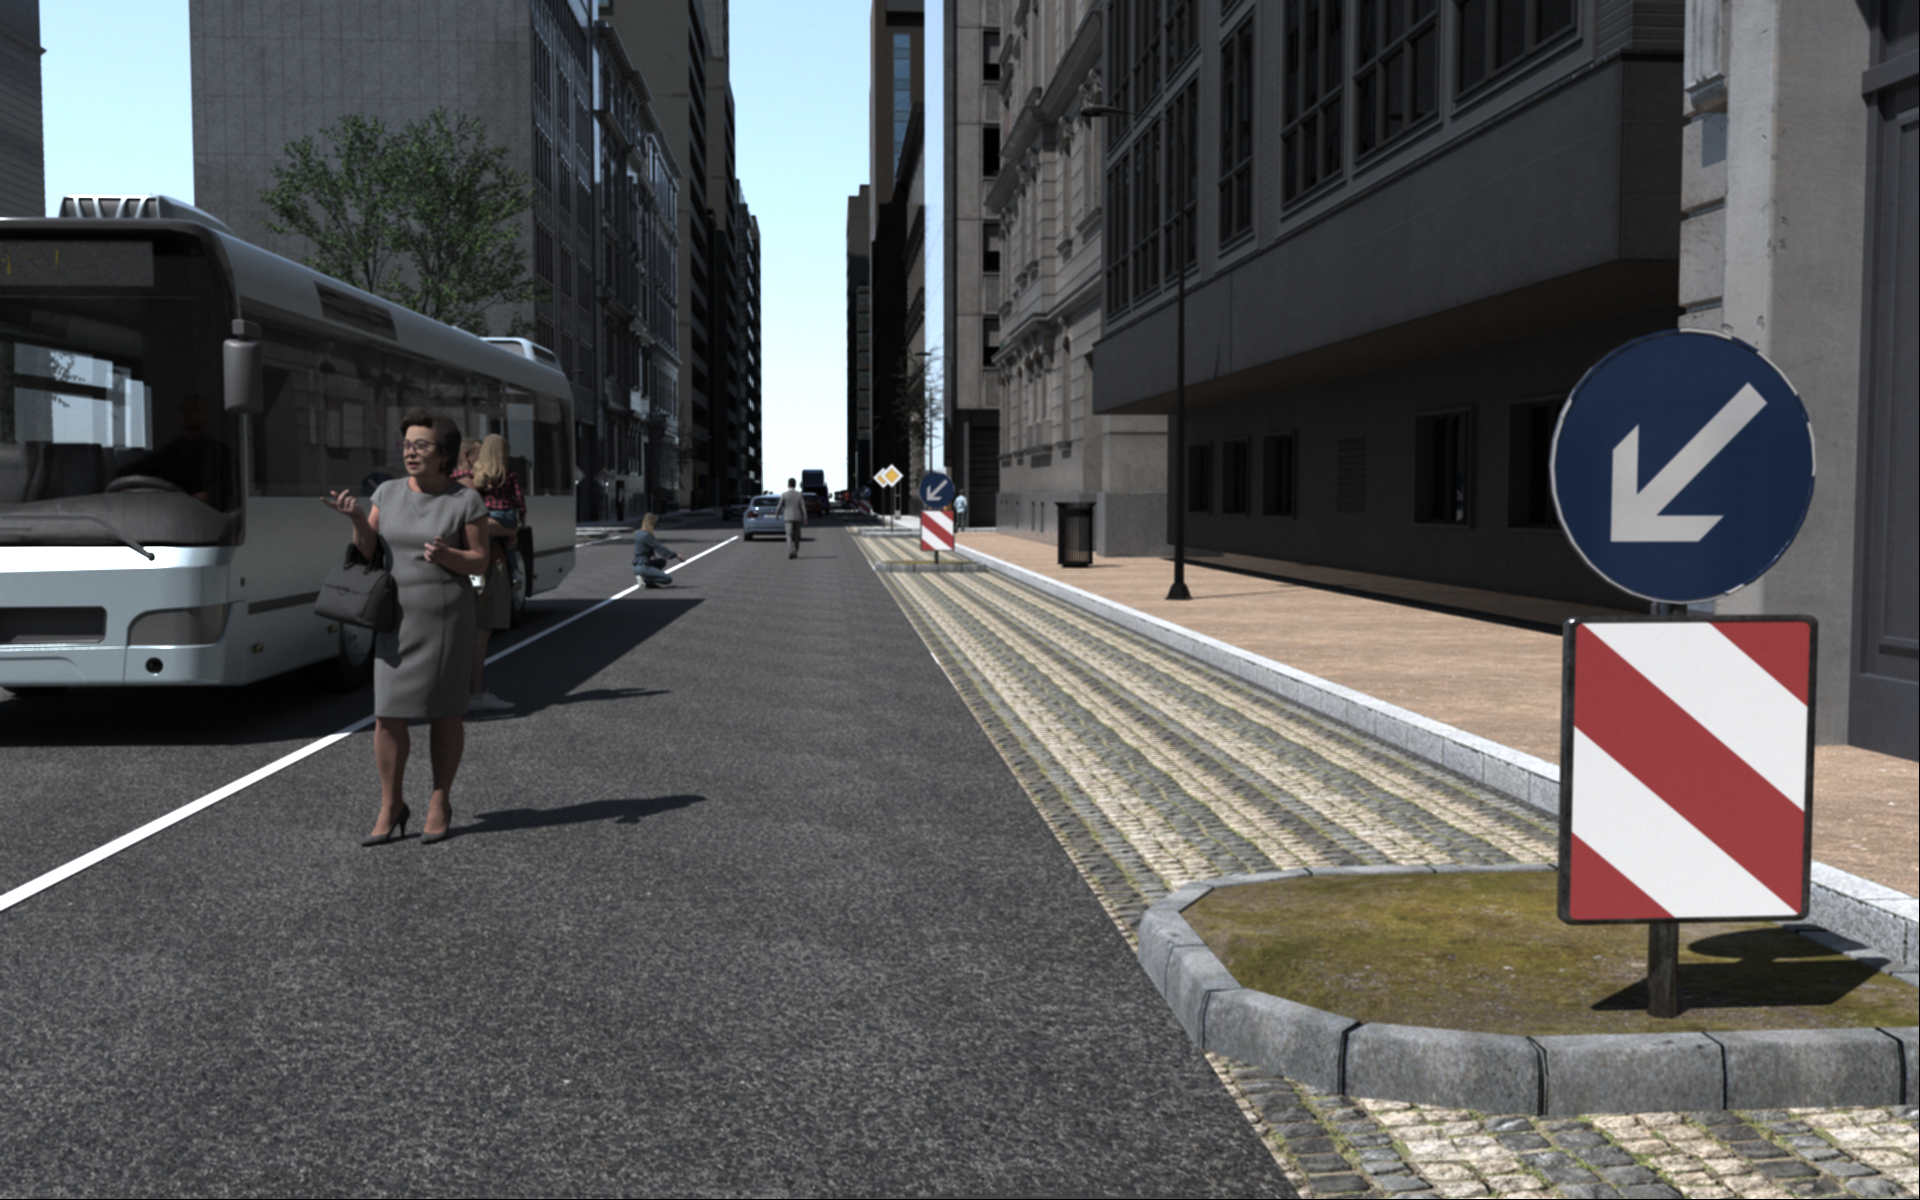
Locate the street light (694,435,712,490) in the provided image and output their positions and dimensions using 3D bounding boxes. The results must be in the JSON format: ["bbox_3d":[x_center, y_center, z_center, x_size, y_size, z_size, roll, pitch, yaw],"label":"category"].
[{"bbox_3d":[-20.756,-10.266,140.384,1.470,5.913,1.316,0,4,-5],"label":"street light"}]

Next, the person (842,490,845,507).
[{"bbox_3d":[-11.730,-10.086,173.371,0.705,1.831,1.348,-1,4,-17],"label":"person"}]

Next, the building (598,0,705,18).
[{"bbox_3d":[-33.131,-32.102,148.569,21.300,48.544,21.600,0,4,-5],"label":"building"}]

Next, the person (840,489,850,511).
[{"bbox_3d":[-9.423,-8.348,144.920,1.348,1.831,0.705,-1,4,-14],"label":"person"}]

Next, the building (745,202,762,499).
[{"bbox_3d":[-43.516,-40.313,282.819,21.300,48.544,21.600,0,4,-5],"label":"building"}]

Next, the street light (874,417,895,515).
[{"bbox_3d":[-4.454,-8.034,103.905,1.470,5.913,1.316,0,4,-5],"label":"street light"}]

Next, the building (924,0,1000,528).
[{"bbox_3d":[8.822,-15.493,71.329,19.932,24.808,12.078,0,4,-5],"label":"building"}]

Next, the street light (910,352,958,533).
[{"bbox_3d":[-0.795,-5.152,56.773,1.470,5.913,1.316,0,4,-5],"label":"street light"}]

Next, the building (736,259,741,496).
[{"bbox_3d":[-33.279,-26.412,203.542,14.160,30.474,14.107,0,4,-5],"label":"building"}]

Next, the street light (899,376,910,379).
[{"bbox_3d":[-1.681,-5.840,68.028,1.470,5.913,1.316,0,4,-5],"label":"street light"}]

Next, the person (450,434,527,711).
[{"bbox_3d":[-3.176,-0.189,11.569,0.580,1.828,0.573,1,4,17],"label":"person"}]

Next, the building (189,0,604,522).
[{"bbox_3d":[-22.426,-15.582,72.788,12.078,24.808,19.932,0,4,-5],"label":"building"}]

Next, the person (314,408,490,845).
[{"bbox_3d":[-2.298,0.110,7.063,0.716,1.782,0.532,0,4,3],"label":"person"}]

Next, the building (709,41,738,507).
[{"bbox_3d":[-35.072,-34.300,184.501,21.300,48.544,21.600,0,4,-5],"label":"building"}]

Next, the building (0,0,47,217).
[{"bbox_3d":[-52.485,-17.626,65.682,29.804,29.767,11.434,0,4,-5],"label":"building"}]

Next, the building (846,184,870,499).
[{"bbox_3d":[-6.620,-39.330,266.747,21.300,48.544,21.600,0,4,-5],"label":"building"}]

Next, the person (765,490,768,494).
[{"bbox_3d":[-15.703,-8.098,141.608,0.721,1.736,1.217,-1,4,-9],"label":"person"}]

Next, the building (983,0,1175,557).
[{"bbox_3d":[8.257,-15.801,45.739,14.401,28.519,23.554,0,4,-5],"label":"building"}]

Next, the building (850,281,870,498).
[{"bbox_3d":[-8.716,-29.207,249.234,14.160,30.474,14.107,0,4,-5],"label":"building"}]

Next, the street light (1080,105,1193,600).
[{"bbox_3d":[2.131,-2.958,20.909,1.470,5.913,1.316,0,4,-5],"label":"street light"}]

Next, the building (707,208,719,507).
[{"bbox_3d":[-30.900,-24.203,167.420,14.160,30.474,14.107,0,4,-5],"label":"building"}]

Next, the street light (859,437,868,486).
[{"bbox_3d":[-7.724,-10.509,144.364,1.470,5.913,1.316,0,4,-5],"label":"street light"}]

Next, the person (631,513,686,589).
[{"bbox_3d":[-4.654,-0.757,26.377,0.738,1.151,1.012,-1,4,-23],"label":"person"}]

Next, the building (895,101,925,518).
[{"bbox_3d":[2.431,-16.216,94.016,11.050,23.489,19.941,0,4,-5],"label":"building"}]

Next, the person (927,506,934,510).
[{"bbox_3d":[-0.841,-2.077,47.133,0.373,1.253,0.362,1,4,15],"label":"person"}]

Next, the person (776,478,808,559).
[{"bbox_3d":[-3.730,-1.816,38.465,0.678,1.792,0.850,-1,4,-12],"label":"person"}]

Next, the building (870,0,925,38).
[{"bbox_3d":[-1.070,-31.369,162.999,14.600,45.320,14.200,0,4,-5],"label":"building"}]

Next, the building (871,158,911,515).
[{"bbox_3d":[0.694,-17.255,111.791,12.332,23.373,15.834,0,4,-5],"label":"building"}]

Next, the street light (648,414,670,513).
[{"bbox_3d":[-17.555,-7.854,100.953,1.470,5.913,1.316,0,4,-5],"label":"street light"}]

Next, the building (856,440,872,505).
[{"bbox_3d":[-0.584,-54.187,198.625,22.319,86.520,31.000,0,4,-5],"label":"building"}]

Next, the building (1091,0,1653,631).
[{"bbox_3d":[10.472,-13.968,21.879,14.314,27.812,24.014,0,4,-5],"label":"building"}]

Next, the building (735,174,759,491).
[{"bbox_3d":[-42.160,-38.975,256.851,23.786,49.044,30.456,0,4,-5],"label":"building"}]

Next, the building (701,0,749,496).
[{"bbox_3d":[-38.860,-48.478,230.870,20.563,71.187,20.611,0,4,-5],"label":"building"}]

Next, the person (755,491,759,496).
[{"bbox_3d":[-22.579,-11.276,193.538,1.217,1.739,0.721,-3,4,-38],"label":"person"}]

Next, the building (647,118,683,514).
[{"bbox_3d":[-26.104,-20.240,116.827,13.634,28.700,20.117,0,4,-5],"label":"building"}]

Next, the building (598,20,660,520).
[{"bbox_3d":[-24.259,-18.771,94.300,14.401,28.519,23.554,0,4,-5],"label":"building"}]

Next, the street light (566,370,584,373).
[{"bbox_3d":[-14.786,-5.657,65.035,1.470,5.913,1.316,0,4,-5],"label":"street light"}]

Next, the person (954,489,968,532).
[{"bbox_3d":[0.061,-3.061,60.350,0.330,1.601,0.589,-3,5,-44],"label":"person"}]
